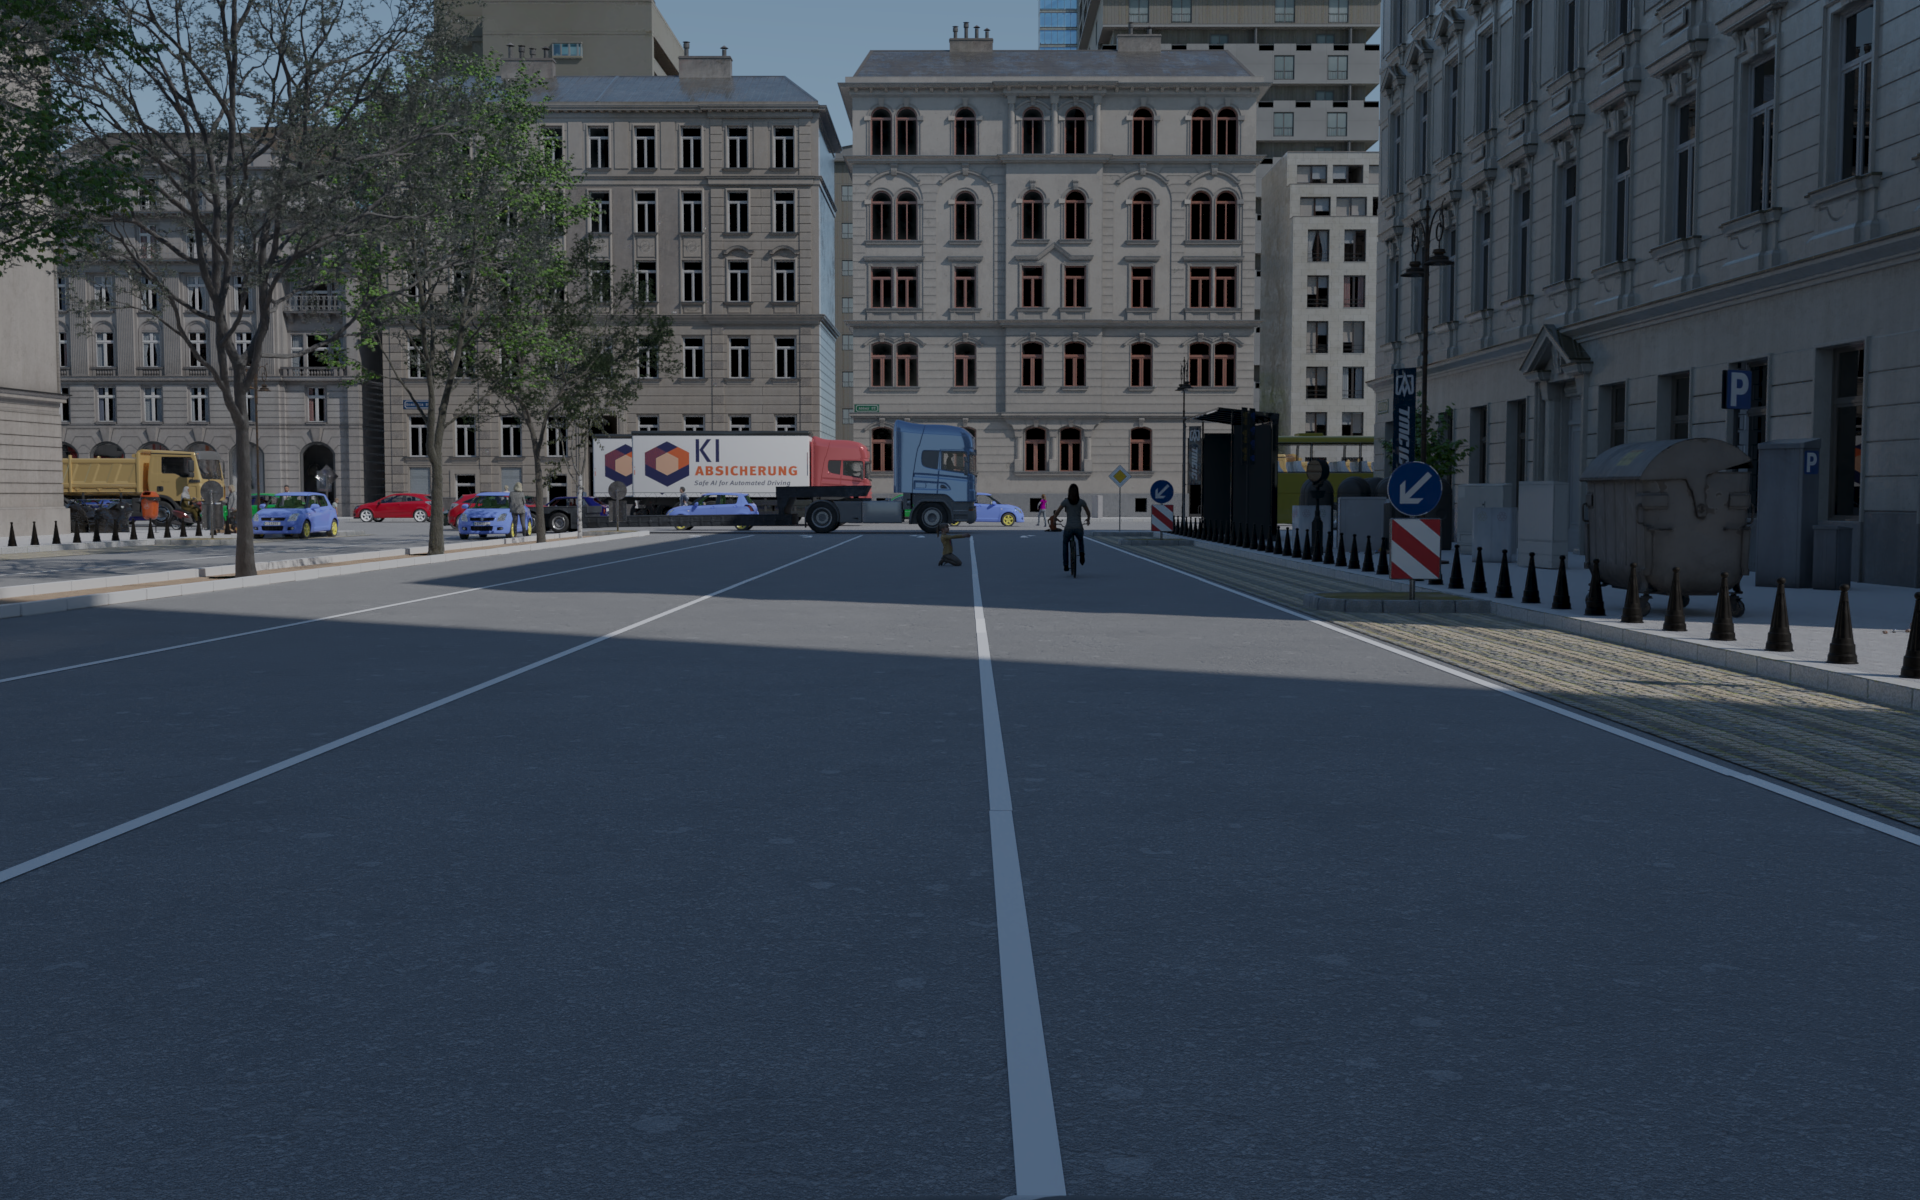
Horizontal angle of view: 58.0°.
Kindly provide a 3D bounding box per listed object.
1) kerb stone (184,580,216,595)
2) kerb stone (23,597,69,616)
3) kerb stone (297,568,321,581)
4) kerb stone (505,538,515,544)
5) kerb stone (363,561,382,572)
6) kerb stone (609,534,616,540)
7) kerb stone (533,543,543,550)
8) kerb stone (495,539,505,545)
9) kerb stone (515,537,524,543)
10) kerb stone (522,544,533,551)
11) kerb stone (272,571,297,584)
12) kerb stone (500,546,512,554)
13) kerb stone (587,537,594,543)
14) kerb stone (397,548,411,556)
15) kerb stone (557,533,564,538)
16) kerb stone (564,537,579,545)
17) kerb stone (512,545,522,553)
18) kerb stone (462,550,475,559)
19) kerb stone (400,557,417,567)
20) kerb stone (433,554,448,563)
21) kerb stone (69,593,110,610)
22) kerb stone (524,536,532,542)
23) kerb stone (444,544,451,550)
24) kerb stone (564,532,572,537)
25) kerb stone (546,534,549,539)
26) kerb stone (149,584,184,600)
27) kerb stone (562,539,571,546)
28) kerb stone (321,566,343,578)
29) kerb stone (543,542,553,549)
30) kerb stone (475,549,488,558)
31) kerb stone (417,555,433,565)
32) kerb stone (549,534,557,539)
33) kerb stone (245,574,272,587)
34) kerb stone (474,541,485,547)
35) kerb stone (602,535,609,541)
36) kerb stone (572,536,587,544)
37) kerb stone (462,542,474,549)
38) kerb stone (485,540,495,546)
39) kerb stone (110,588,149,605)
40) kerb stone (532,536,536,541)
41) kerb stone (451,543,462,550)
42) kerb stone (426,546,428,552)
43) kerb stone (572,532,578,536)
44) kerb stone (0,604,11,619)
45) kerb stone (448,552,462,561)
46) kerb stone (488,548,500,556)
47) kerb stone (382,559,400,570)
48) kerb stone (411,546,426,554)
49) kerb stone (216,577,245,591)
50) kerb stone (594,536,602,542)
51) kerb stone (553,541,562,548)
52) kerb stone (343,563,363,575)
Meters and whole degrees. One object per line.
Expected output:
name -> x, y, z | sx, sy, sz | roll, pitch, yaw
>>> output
kerb stone -> -11.034, -0.167, 24.938 | 0.120, 0.150, 1.000 | 0, 4, 0
kerb stone -> -11.047, 0.086, 20.800 | 0.120, 0.150, 1.000 | 0, 4, 0
kerb stone -> -11.013, -0.420, 29.056 | 0.120, 0.150, 1.000 | 0, 4, 0
kerb stone -> -13.039, -1.681, 49.686 | 0.120, 0.150, 1.000 | 0, 4, 0
kerb stone -> -11.011, -0.609, 32.160 | 0.120, 0.150, 1.000 | 0, 4, 0
kerb stone -> -10.932, -1.931, 53.762 | 0.120, 0.150, 1.000 | 0, 4, 0
kerb stone -> -10.957, -1.365, 44.511 | 0.120, 0.150, 1.000 | 0, 4, 0
kerb stone -> -13.047, -1.619, 48.660 | 0.120, 0.150, 1.000 | 0, 4, 0
kerb stone -> -13.039, -1.744, 50.712 | 0.120, 0.150, 1.000 | 0, 4, 0
kerb stone -> -10.975, -1.298, 43.481 | 0.120, 0.150, 1.000 | 0, 4, 0
kerb stone -> -11.024, -0.355, 28.029 | 0.120, 0.150, 1.000 | 0, 4, 0
kerb stone -> -10.971, -1.175, 41.422 | 0.120, 0.150, 1.000 | 0, 4, 0
kerb stone -> -10.941, -1.742, 50.683 | 0.120, 0.150, 1.000 | 0, 4, 0
kerb stone -> -13.084, -1.110, 40.407 | 0.120, 0.150, 1.000 | 0, 4, 0
kerb stone -> -13.017, -2.060, 55.869 | 0.120, 0.150, 1.000 | 0, 4, 0
kerb stone -> -10.949, -1.616, 48.622 | 0.120, 0.150, 1.000 | 0, 4, 0
kerb stone -> -10.976, -1.239, 42.452 | 0.120, 0.150, 1.000 | 0, 4, 0
kerb stone -> -10.985, -0.987, 38.340 | 0.120, 0.150, 1.000 | 0, 4, 0
kerb stone -> -11.005, -0.735, 34.220 | 0.120, 0.150, 1.000 | 0, 4, 0
kerb stone -> -10.989, -0.861, 36.279 | 0.120, 0.150, 1.000 | 0, 4, 0
kerb stone -> -11.053, 0.022, 21.834 | 0.120, 0.150, 1.000 | 0, 4, 0
kerb stone -> -13.036, -1.807, 51.739 | 0.120, 0.150, 1.000 | 0, 4, 0
kerb stone -> -13.063, -1.299, 43.517 | 0.120, 0.150, 1.000 | 0, 4, 0
kerb stone -> -13.011, -2.123, 56.902 | 0.120, 0.150, 1.000 | 0, 4, 0
kerb stone -> -13.029, -1.933, 53.802 | 0.120, 0.150, 1.000 | 0, 4, 0
kerb stone -> -11.041, -0.105, 23.909 | 0.120, 0.150, 1.000 | 0, 4, 0
kerb stone -> -10.946, -1.553, 47.594 | 0.120, 0.150, 1.000 | 0, 4, 0
kerb stone -> -11.014, -0.483, 30.091 | 0.120, 0.150, 1.000 | 0, 4, 0
kerb stone -> -10.961, -1.428, 45.537 | 0.120, 0.150, 1.000 | 0, 4, 0
kerb stone -> -10.985, -1.050, 39.368 | 0.120, 0.150, 1.000 | 0, 4, 0
kerb stone -> -10.999, -0.798, 35.246 | 0.120, 0.150, 1.000 | 0, 4, 0
kerb stone -> -13.028, -1.995, 54.832 | 0.120, 0.150, 1.000 | 0, 4, 0
kerb stone -> -11.025, -0.294, 26.999 | 0.120, 0.150, 1.000 | 0, 4, 0
kerb stone -> -13.056, -1.492, 46.604 | 0.120, 0.150, 1.000 | 0, 4, 0
kerb stone -> -10.927, -1.868, 52.736 | 0.120, 0.150, 1.000 | 0, 4, 0
kerb stone -> -10.948, -1.674, 49.657 | 0.120, 0.150, 1.000 | 0, 4, 0
kerb stone -> -13.061, -1.430, 45.575 | 0.120, 0.150, 1.000 | 0, 4, 0
kerb stone -> -13.048, -1.551, 47.633 | 0.120, 0.150, 1.000 | 0, 4, 0
kerb stone -> -11.044, -0.037, 22.867 | 0.120, 0.150, 1.000 | 0, 4, 0
kerb stone -> -13.032, -1.870, 52.770 | 0.120, 0.150, 1.000 | 0, 4, 0
kerb stone -> -13.068, -1.366, 44.546 | 0.120, 0.150, 1.000 | 0, 4, 0
kerb stone -> -13.072, -1.235, 42.476 | 0.120, 0.150, 1.000 | 0, 4, 0
kerb stone -> -13.014, -2.181, 57.929 | 0.120, 0.150, 1.000 | 0, 4, 0
kerb stone -> -11.065, 0.148, 19.771 | 0.120, 0.150, 1.000 | 0, 4, 0
kerb stone -> -10.985, -0.924, 37.309 | 0.120, 0.150, 1.000 | 0, 4, 0
kerb stone -> -10.978, -1.105, 40.396 | 0.120, 0.150, 1.000 | 0, 4, 0
kerb stone -> -11.005, -0.670, 33.187 | 0.120, 0.150, 1.000 | 0, 4, 0
kerb stone -> -13.065, -1.177, 41.447 | 0.120, 0.150, 1.000 | 0, 4, 0
kerb stone -> -11.030, -0.228, 25.969 | 0.120, 0.150, 1.000 | 0, 4, 0
kerb stone -> -10.941, -1.805, 51.710 | 0.120, 0.150, 1.000 | 0, 4, 0
kerb stone -> -10.955, -1.487, 46.564 | 0.120, 0.150, 1.000 | 0, 4, 0
kerb stone -> -11.008, -0.543, 31.122 | 0.120, 0.150, 1.000 | 0, 4, 0
